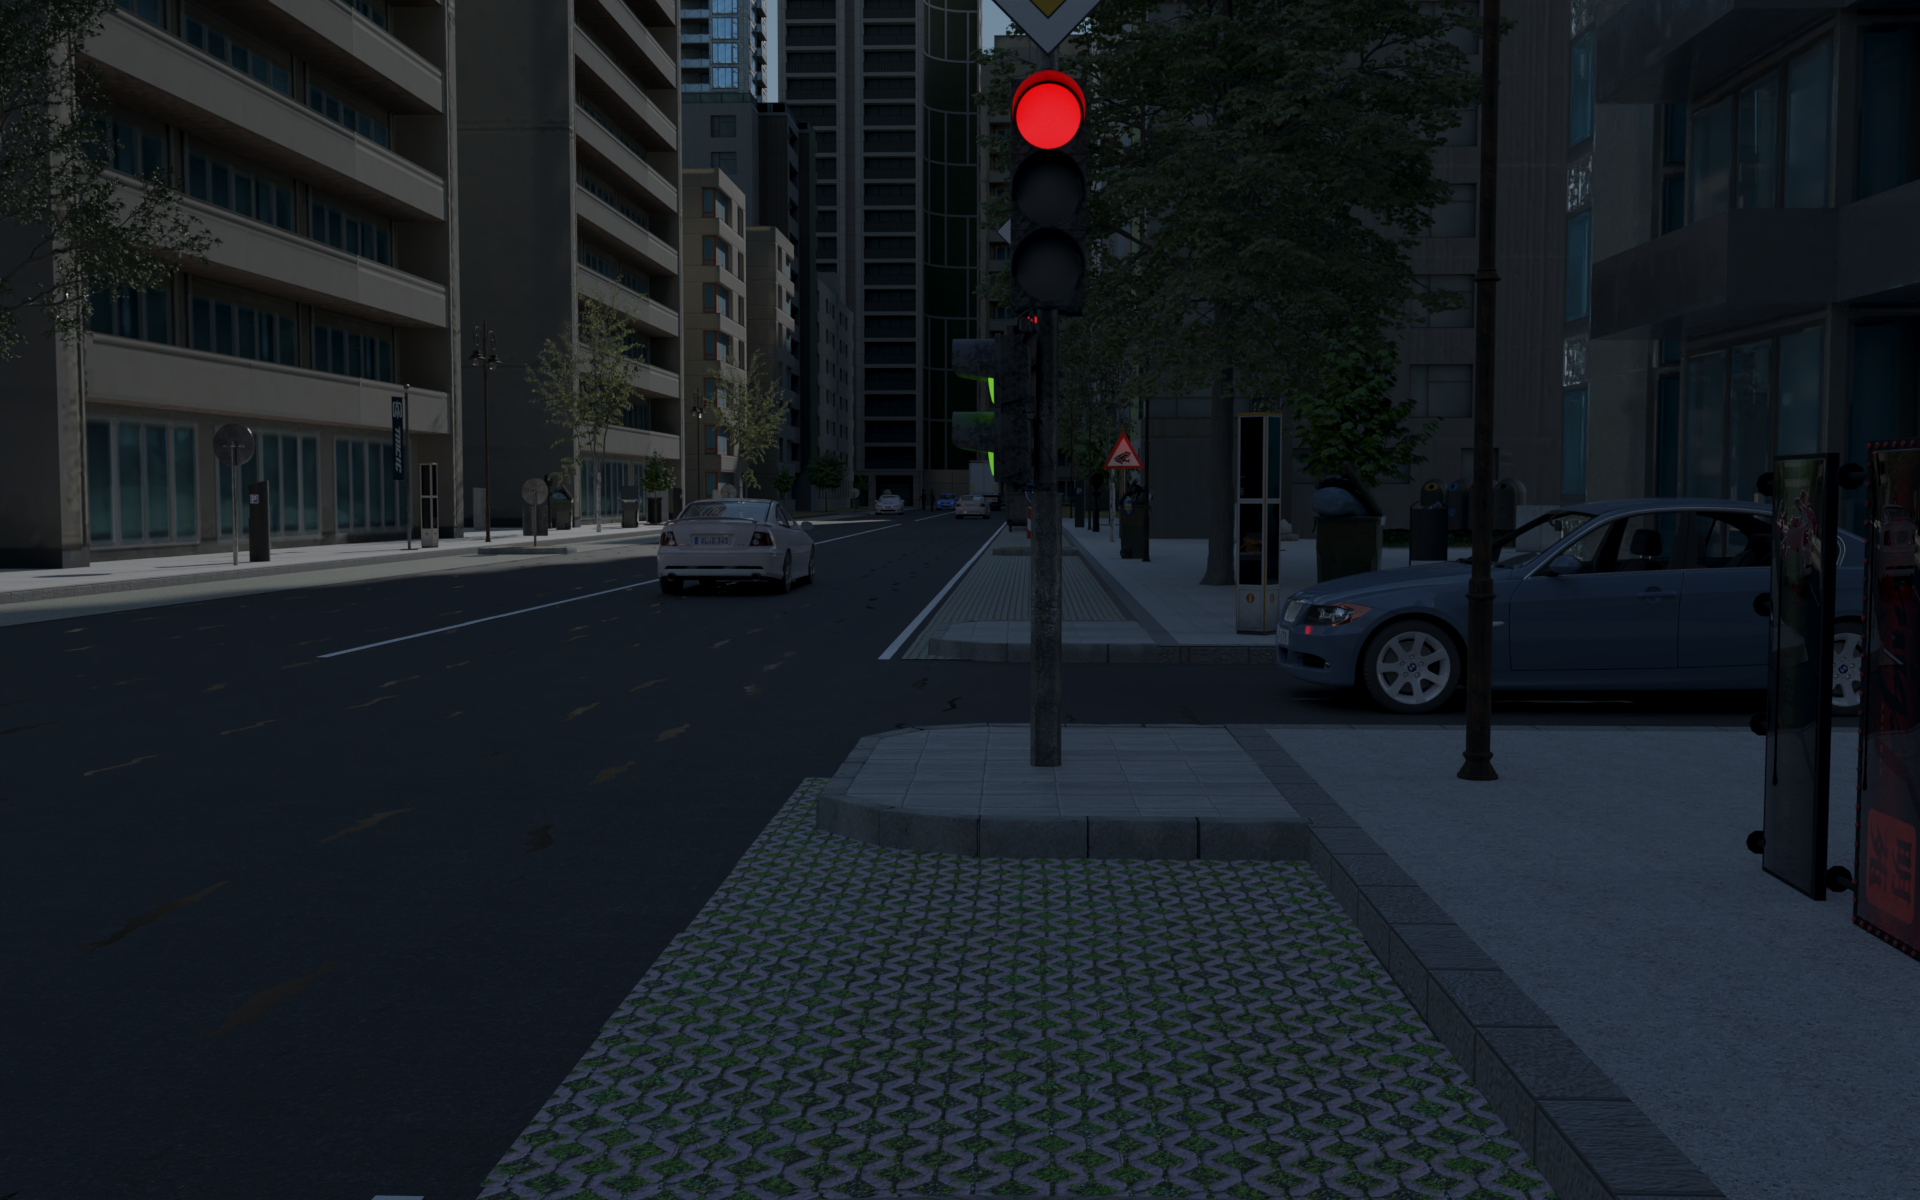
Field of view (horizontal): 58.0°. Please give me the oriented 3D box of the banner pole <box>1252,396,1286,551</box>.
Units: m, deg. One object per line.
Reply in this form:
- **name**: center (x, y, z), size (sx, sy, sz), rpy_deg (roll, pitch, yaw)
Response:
- **banner pole**: center (6.956, -3.002, 39.093), size (0.863, 3.779, 0.401), rpy_deg (2, 4, 24)

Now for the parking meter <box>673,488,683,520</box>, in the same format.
- **parking meter**: center (-11.217, -3.696, 68.839), size (0.372, 1.533, 0.369), rpy_deg (0, 3, 0)

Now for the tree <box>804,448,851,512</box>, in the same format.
- **tree**: center (-9.472, -8.560, 123.670), size (4.285, 4.588, 4.351), rpy_deg (0, 3, 0)

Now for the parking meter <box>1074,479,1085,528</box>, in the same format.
- **parking meter**: center (4.583, -3.719, 66.509), size (0.399, 1.863, 0.255), rpy_deg (1, 4, 14)

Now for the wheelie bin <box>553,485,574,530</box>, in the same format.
- **wheelie bin**: center (-14.231, -3.316, 62.128), size (0.693, 1.594, 0.980), rpy_deg (0, 4, -7)

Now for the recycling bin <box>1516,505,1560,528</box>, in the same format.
- **recycling bin**: center (12.823, -1.578, 38.347), size (0.722, 1.027, 0.722), rpy_deg (-2, 4, -29)

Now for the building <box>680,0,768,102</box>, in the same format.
- **building**: center (-33.867, -53.504, 187.460), size (31.000, 86.520, 22.319), rpy_deg (0, 4, 2)

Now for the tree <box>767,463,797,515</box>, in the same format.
- **tree**: center (-10.675, -6.806, 105.873), size (1.663, 3.219, 1.824), rpy_deg (0, 3, 0)

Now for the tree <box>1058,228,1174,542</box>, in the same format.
- **tree**: center (3.890, -5.848, 45.978), size (4.360, 8.622, 3.978), rpy_deg (0, 3, 0)

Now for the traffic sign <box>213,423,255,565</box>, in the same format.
- **traffic sign**: center (-13.032, -1.895, 31.088), size (0.768, 2.556, 0.104), rpy_deg (0, 4, 4)

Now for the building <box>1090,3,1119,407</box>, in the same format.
- **building**: center (25.201, -34.296, 149.979), size (28.713, 52.752, 27.495), rpy_deg (0, 4, 2)

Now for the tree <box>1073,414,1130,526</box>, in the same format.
- **tree**: center (6.122, -5.341, 71.031), size (4.285, 4.588, 4.351), rpy_deg (0, 3, 0)

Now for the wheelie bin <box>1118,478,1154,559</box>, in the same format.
- **wheelie bin**: center (3.513, -1.631, 34.579), size (0.693, 1.594, 0.980), rpy_deg (1, 4, 9)

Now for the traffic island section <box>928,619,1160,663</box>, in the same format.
- **traffic island section**: center (0.758, 0.373, 16.184), size (2.009, 0.180, 2.903), rpy_deg (0, 4, 2)

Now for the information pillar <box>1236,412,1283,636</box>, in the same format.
- **information pillar**: center (2.729, -0.693, 15.818), size (0.304, 2.012, 0.304), rpy_deg (3, 4, 38)

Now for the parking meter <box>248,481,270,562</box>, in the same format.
- **parking meter**: center (-13.313, -1.497, 32.892), size (0.372, 1.533, 0.369), rpy_deg (0, 3, 0)

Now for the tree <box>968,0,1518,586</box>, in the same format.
- **tree**: center (3.767, -6.508, 24.539), size (7.486, 12.596, 7.792), rpy_deg (0, 3, 0)

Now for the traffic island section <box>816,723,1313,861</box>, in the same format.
- **traffic island section**: center (0.428, 0.861, 8.206), size (2.009, 0.180, 2.903), rpy_deg (0, 4, 2)

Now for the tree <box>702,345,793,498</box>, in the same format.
- **tree**: center (-10.705, -8.323, 86.449), size (4.360, 8.622, 3.978), rpy_deg (0, 3, 0)

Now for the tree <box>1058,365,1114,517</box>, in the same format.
- **tree**: center (6.569, -8.982, 97.216), size (4.737, 8.622, 4.395), rpy_deg (0, 3, 0)

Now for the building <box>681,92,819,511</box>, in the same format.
- **building**: center (-18.363, -21.810, 128.292), size (14.160, 30.474, 14.107), rpy_deg (0, 4, 2)

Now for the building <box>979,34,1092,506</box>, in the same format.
- **building**: center (13.018, -34.456, 187.052), size (21.600, 48.544, 21.300), rpy_deg (0, 4, 2)

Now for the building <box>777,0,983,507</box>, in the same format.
- **building**: center (-8.113, -45.744, 186.169), size (20.611, 71.187, 20.563), rpy_deg (0, 4, 2)

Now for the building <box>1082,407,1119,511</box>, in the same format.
- **building**: center (20.216, -49.374, 119.936), size (22.319, 86.520, 31.000), rpy_deg (0, 4, 2)

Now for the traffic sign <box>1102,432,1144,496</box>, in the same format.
- **traffic sign**: center (3.455, -2.242, 36.657), size (0.884, 2.594, 0.081), rpy_deg (0, 4, 7)

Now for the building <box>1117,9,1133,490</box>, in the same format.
- **building**: center (16.265, -27.425, 98.517), size (14.600, 45.320, 14.200), rpy_deg (0, 4, 2)

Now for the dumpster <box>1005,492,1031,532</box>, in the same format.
- **dumpster**: center (2.599, -3.462, 64.824), size (1.865, 1.857, 1.264), rpy_deg (0, 4, 3)

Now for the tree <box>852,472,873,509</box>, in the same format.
- **tree**: center (-8.554, -9.422, 148.649), size (1.663, 3.219, 1.824), rpy_deg (0, 3, 0)

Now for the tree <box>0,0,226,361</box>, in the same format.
- **tree**: center (-14.479, -5.507, 24.455), size (8.767, 10.594, 7.601), rpy_deg (1, 4, 16)

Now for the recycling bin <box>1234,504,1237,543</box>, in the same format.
- **recycling bin**: center (7.394, -2.005, 45.344), size (0.722, 1.027, 0.722), rpy_deg (-3, 5, -40)

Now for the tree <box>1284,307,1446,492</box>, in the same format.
- **tree**: center (4.222, -1.433, 18.037), size (1.663, 3.219, 1.824), rpy_deg (0, 3, 0)

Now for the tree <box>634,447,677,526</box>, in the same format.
- **tree**: center (-12.552, -4.659, 70.771), size (1.663, 3.219, 1.824), rpy_deg (0, 3, 0)

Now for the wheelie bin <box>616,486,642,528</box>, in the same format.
- **wheelie bin**: center (-12.540, -3.536, 65.718), size (0.980, 1.594, 0.693), rpy_deg (0, 4, -5)

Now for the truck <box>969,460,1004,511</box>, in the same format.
- **truck**: center (2.264, -9.815, 149.389), size (2.839, 4.237, 11.283), rpy_deg (0, 4, 3)

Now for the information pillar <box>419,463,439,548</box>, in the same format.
- **information pillar**: center (-12.675, -2.255, 41.355), size (0.304, 2.012, 0.304), rpy_deg (1, 4, 12)

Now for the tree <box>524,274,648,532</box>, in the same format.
- **tree**: center (-12.293, -6.596, 58.207), size (4.360, 8.622, 3.978), rpy_deg (0, 3, 0)

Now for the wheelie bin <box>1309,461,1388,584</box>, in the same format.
- **wheelie bin**: center (3.709, -0.530, 16.571), size (0.693, 1.594, 0.980), rpy_deg (1, 4, 18)

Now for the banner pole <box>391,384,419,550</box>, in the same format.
- **banner pole**: center (-12.653, -3.014, 39.295), size (0.401, 3.779, 0.863), rpy_deg (1, 4, 13)
